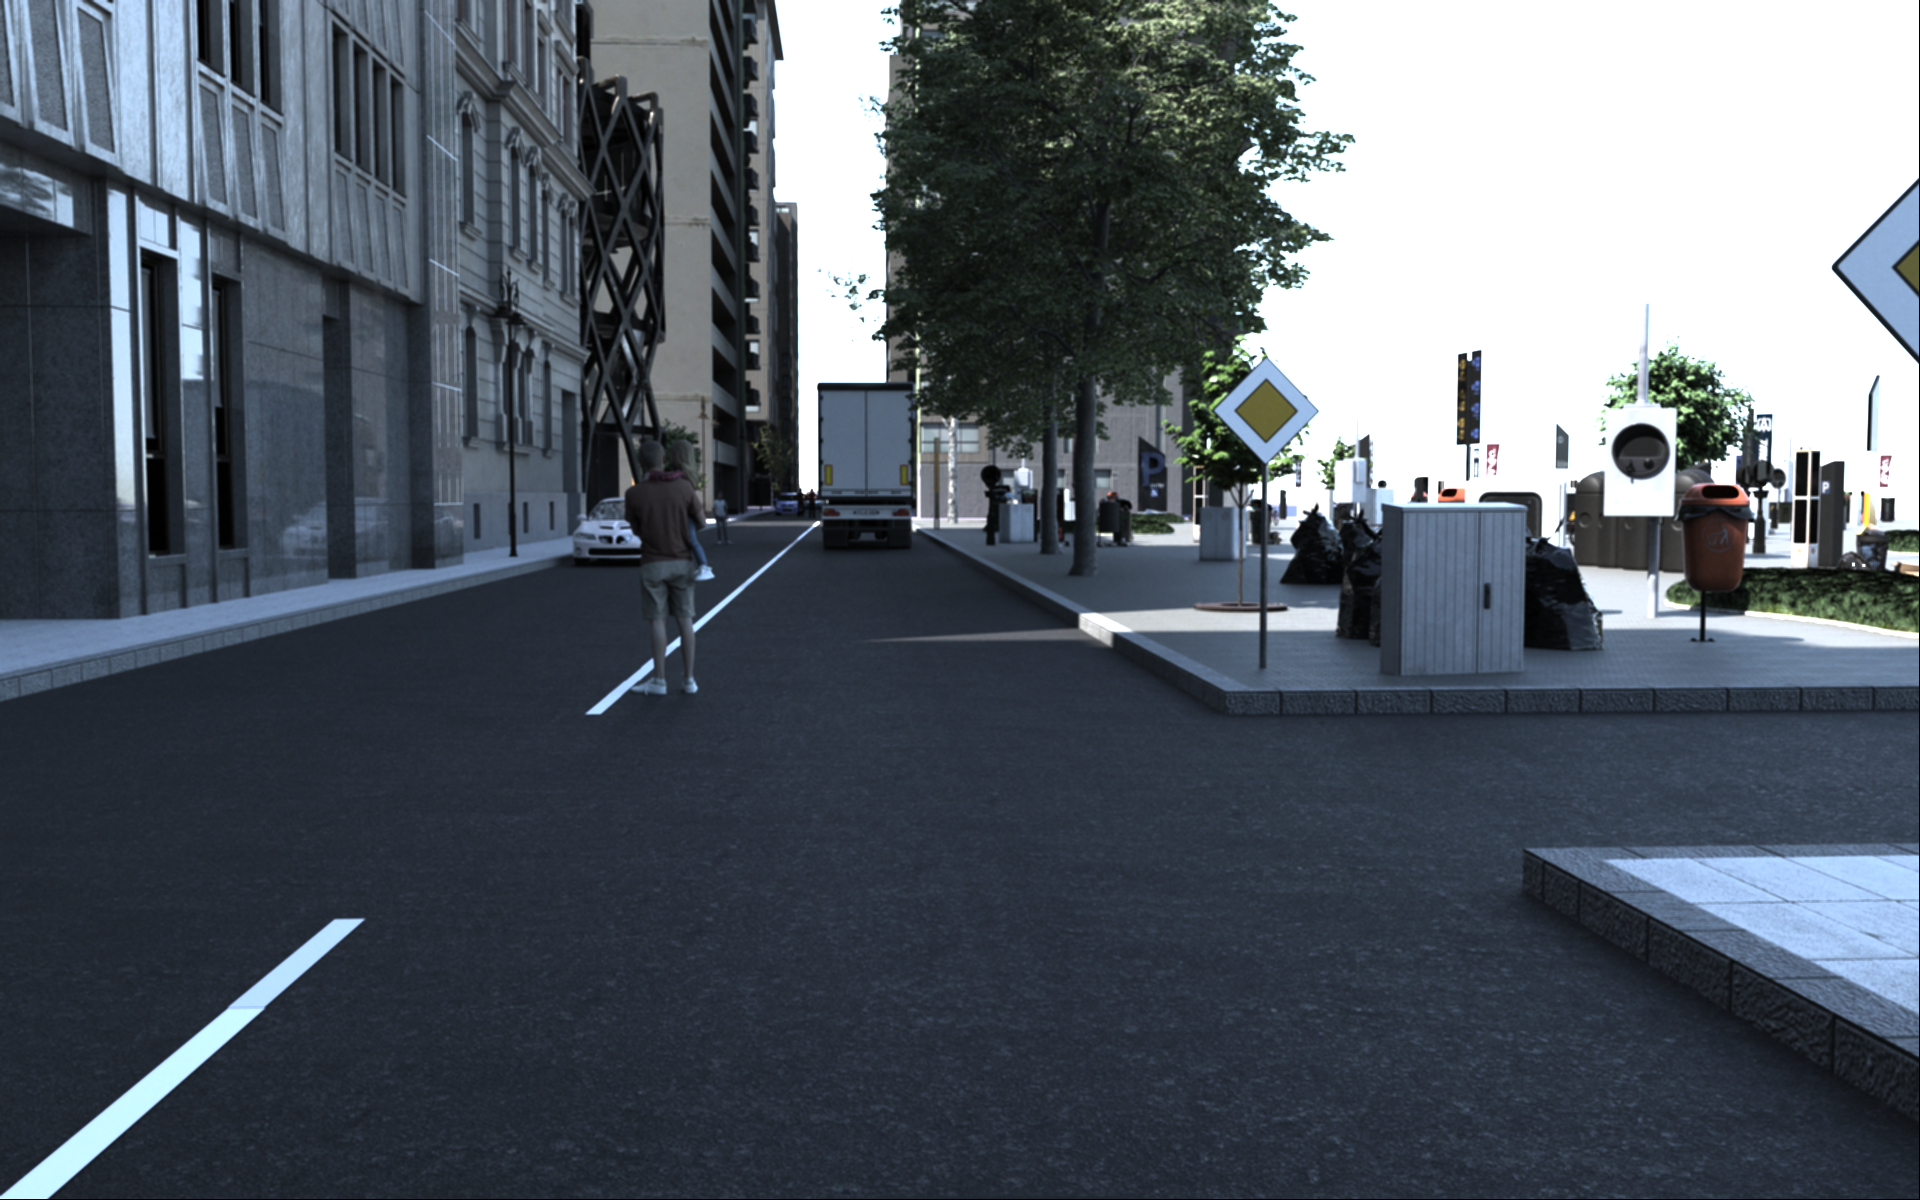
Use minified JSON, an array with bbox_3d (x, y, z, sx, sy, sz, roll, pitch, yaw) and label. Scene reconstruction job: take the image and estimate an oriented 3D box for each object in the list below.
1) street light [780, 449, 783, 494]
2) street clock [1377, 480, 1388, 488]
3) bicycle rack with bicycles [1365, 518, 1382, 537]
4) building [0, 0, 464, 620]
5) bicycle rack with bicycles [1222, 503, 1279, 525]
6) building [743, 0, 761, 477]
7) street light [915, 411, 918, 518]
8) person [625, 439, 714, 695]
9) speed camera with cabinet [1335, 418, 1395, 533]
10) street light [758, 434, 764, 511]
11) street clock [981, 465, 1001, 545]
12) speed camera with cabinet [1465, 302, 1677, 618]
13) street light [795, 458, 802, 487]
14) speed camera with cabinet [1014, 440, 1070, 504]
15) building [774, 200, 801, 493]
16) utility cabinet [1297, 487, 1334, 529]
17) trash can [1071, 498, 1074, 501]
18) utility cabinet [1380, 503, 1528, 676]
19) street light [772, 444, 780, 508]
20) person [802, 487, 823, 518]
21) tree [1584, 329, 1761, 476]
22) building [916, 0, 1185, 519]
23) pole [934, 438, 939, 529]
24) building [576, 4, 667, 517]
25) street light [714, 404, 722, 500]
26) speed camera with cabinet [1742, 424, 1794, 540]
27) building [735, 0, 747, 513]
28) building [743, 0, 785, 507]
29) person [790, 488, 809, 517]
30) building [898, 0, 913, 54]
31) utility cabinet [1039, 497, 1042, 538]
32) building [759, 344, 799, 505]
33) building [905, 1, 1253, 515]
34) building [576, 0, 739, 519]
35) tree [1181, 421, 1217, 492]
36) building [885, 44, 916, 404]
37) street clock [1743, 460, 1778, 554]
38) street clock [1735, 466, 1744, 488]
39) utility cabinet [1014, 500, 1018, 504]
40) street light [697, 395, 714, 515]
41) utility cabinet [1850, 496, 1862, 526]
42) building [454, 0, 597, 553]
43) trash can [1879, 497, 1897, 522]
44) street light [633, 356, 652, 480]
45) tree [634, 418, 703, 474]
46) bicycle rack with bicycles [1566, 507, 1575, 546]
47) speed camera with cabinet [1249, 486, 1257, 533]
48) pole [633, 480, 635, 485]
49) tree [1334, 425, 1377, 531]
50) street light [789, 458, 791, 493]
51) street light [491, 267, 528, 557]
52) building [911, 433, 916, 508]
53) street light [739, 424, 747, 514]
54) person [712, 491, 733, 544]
[{"bbox_3d":[-17.720,-12.165,171.693,0.468,5.910,1.993,0,4,-4],"label":"street light"},{"bbox_3d":[21.197,-5.040,86.972,0.471,2.002,0.358,-1,4,-18],"label":"street clock"},{"bbox_3d":[10.371,-1.536,38.499,2.852,0.926,2.925,-3,5,-42],"label":"bicycle rack with bicycles"},{"bbox_3d":[-14.484,-12.400,20.765,12.078,24.808,19.932,0,4,-4],"label":"building"},{"bbox_3d":[11.808,-3.558,71.562,2.852,0.926,2.925,0,4,1],"label":"bicycle rack with bicycles"},{"bbox_3d":[-27.396,-29.528,137.414,22.147,44.769,28.867,0,4,-4],"label":"building"},{"bbox_3d":[-2.354,-7.435,94.355,0.468,5.910,1.993,0,4,-4],"label":"street light"},{"bbox_3d":[-2.080,-0.248,12.523,0.573,1.828,0.580,2,4,26],"label":"person"},{"bbox_3d":[10.634,-3.127,45.456,2.038,3.252,0.660,-3,5,-44],"label":"speed camera with cabinet"},{"bbox_3d":[-15.465,-9.884,134.389,0.468,5.910,1.993,0,4,-4],"label":"street light"},{"bbox_3d":[0.773,-2.383,43.526,0.471,2.002,0.358,-1,4,-11],"label":"street clock"},{"bbox_3d":[6.369,-1.453,18.088,2.038,3.252,0.660,1,4,23],"label":"speed camera with cabinet"},{"bbox_3d":[-20.529,-14.992,217.901,0.468,5.910,1.993,0,4,-4],"label":"street light"},{"bbox_3d":[3.029,-4.270,64.157,2.038,3.252,0.660,0,4,0],"label":"speed camera with cabinet"},{"bbox_3d":[-29.018,-33.712,234.790,14.154,41.232,14.086,0,4,-4],"label":"building"},{"bbox_3d":[11.385,-2.865,55.522,1.173,1.500,0.318,3,5,42],"label":"utility cabinet"},{"bbox_3d":[4.593,-3.330,66.093,0.748,1.137,0.748,0,3,0],"label":"trash can"},{"bbox_3d":[3.551,-0.079,12.458,1.020,1.237,0.306,-1,4,-16],"label":"utility cabinet"},{"bbox_3d":[-16.824,-11.266,156.978,0.468,5.910,1.993,0,4,-4],"label":"street light"},{"bbox_3d":[-8.869,-5.842,103.947,1.348,1.831,0.705,-1,4,-19],"label":"person"},{"bbox_3d":[14.042,-3.106,34.502,4.285,4.588,4.351,0,3,0],"label":"tree"},{"bbox_3d":[4.487,-25.270,96.752,14.154,41.232,14.086,0,4,-4],"label":"building"},{"bbox_3d":[-0.842,-4.213,62.728,0.158,3.312,0.155,0,3,0],"label":"pole"},{"bbox_3d":[-19.354,-11.939,62.650,16.820,18.784,16.811,0,4,-4],"label":"building"},{"bbox_3d":[-12.460,-7.089,88.688,0.468,5.910,1.993,0,4,-4],"label":"street light"},{"bbox_3d":[22.893,-3.361,49.294,0.660,3.252,2.038,-2,4,-24],"label":"speed camera with cabinet"},{"bbox_3d":[-21.784,-26.409,115.378,14.154,41.232,14.086,0,4,-4],"label":"building"},{"bbox_3d":[-33.237,-36.312,182.934,28.713,52.752,27.495,0,4,-4],"label":"building"},{"bbox_3d":[-10.096,-6.201,109.820,1.348,1.831,0.705,0,4,3],"label":"person"},{"bbox_3d":[-0.038,-48.788,235.941,20.563,71.187,20.611,0,4,-4],"label":"building"},{"bbox_3d":[2.650,-2.405,50.486,0.306,1.237,1.020,2,4,27],"label":"utility cabinet"},{"bbox_3d":[-34.263,-22.538,213.532,27.650,21.520,28.899,0,4,-4],"label":"building"},{"bbox_3d":[7.474,-28.379,118.619,22.147,44.769,28.867,0,4,-4],"label":"building"},{"bbox_3d":[-23.933,-28.941,96.889,21.300,48.544,21.600,0,4,-4],"label":"building"},{"bbox_3d":[9.660,-4.823,62.574,4.285,4.588,4.351,0,3,0],"label":"tree"},{"bbox_3d":[2.878,-34.311,184.684,21.300,48.544,21.600,0,4,-4],"label":"building"},{"bbox_3d":[17.234,-2.002,37.298,0.471,2.002,0.358,0,4,-3],"label":"street clock"},{"bbox_3d":[20.282,-2.459,44.775,0.471,2.002,0.358,-1,4,-22],"label":"street clock"},{"bbox_3d":[2.970,-4.547,83.018,0.318,1.500,1.173,2,4,28],"label":"utility cabinet"},{"bbox_3d":[-11.947,-6.602,80.723,0.468,5.910,1.993,0,4,-4],"label":"street light"},{"bbox_3d":[36.734,-3.659,70.992,0.306,1.237,1.020,3,4,36],"label":"utility cabinet"},{"bbox_3d":[-17.290,-15.591,42.296,14.401,28.519,23.554,0,4,-4],"label":"building"},{"bbox_3d":[42.807,-4.175,79.910,0.748,1.137,0.748,0,3,0],"label":"trash can"},{"bbox_3d":[-10.629,-5.220,58.131,0.468,5.910,1.993,0,4,-4],"label":"street light"},{"bbox_3d":[-12.598,-5.578,74.913,4.285,4.588,4.351,0,3,0],"label":"tree"},{"bbox_3d":[16.008,-2.033,46.626,2.852,0.926,2.925,0,4,6],"label":"bicycle rack with bicycles"},{"bbox_3d":[9.443,-3.867,57.556,0.660,3.252,2.038,1,4,19],"label":"speed camera with cabinet"},{"bbox_3d":[-15.749,-5.508,83.892,0.158,3.312,0.155,0,3,0],"label":"pole"},{"bbox_3d":[10.682,-3.321,48.894,1.663,3.219,1.824,0,3,0],"label":"tree"},{"bbox_3d":[-19.210,-13.592,195.017,0.468,5.910,1.993,0,4,-4],"label":"street light"},{"bbox_3d":[-9.162,-3.827,35.356,0.468,5.910,1.993,0,4,-4],"label":"street light"},{"bbox_3d":[5.439,-51.039,147.154,22.319,86.520,31.000,0,4,-4],"label":"building"},{"bbox_3d":[-14.002,-8.481,111.457,0.468,5.910,1.993,0,4,-4],"label":"street light"},{"bbox_3d":[-6.824,-2.360,49.687,0.523,1.515,0.503,3,4,38],"label":"person"}]
